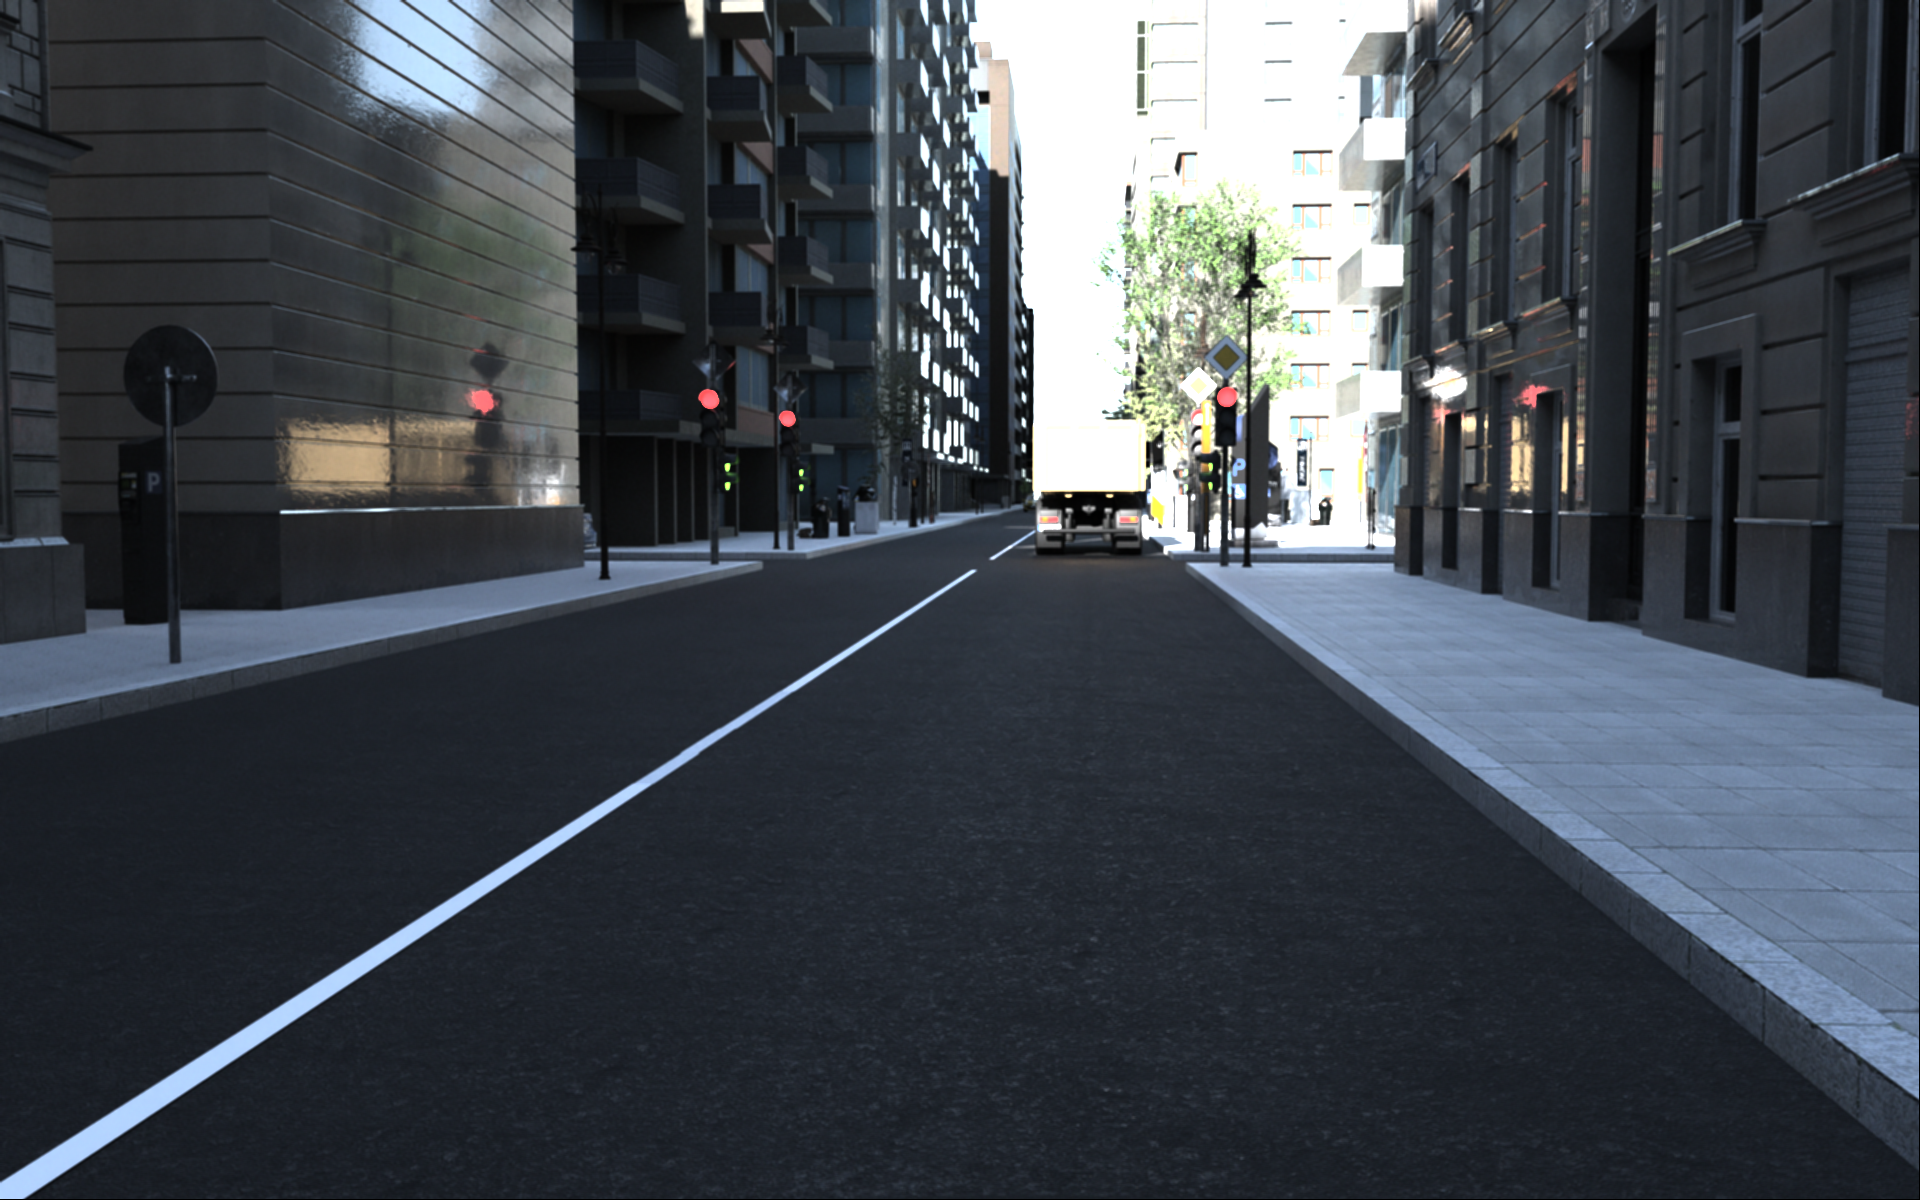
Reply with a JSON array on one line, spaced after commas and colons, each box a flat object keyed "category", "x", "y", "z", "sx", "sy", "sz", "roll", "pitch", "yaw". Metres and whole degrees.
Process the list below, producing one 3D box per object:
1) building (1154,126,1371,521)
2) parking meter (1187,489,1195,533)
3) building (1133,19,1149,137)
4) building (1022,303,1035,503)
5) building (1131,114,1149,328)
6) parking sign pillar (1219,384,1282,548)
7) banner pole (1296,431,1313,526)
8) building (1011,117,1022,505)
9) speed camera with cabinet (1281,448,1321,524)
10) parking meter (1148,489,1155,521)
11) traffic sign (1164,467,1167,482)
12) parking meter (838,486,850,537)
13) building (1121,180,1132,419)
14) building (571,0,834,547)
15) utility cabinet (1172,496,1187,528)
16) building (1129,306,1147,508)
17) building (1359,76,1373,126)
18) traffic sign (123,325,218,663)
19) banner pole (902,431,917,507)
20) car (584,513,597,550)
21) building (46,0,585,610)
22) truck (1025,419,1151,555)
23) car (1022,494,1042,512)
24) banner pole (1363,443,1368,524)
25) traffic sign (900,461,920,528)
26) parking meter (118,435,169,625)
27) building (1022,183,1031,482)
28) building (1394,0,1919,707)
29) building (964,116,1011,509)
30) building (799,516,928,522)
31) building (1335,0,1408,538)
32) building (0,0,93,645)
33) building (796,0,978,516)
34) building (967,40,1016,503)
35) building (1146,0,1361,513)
[{"category": "building", "x": 25.248, "y": -15.356, "z": 96.102, "sx": 27.650, "sy": 21.520, "sz": 28.899, "roll": 0, "pitch": 4, "yaw": 4}, {"category": "parking meter", "x": 7.677, "y": -2.981, "z": 57.152, "sx": 0.372, "sy": 1.533, "sz": 0.369, "roll": 0, "pitch": 3, "yaw": 0}, {"category": "building", "x": 34.149, "y": -50.282, "z": 260.366, "sx": 20.563, "sy": 71.187, "sz": 20.611, "roll": 0, "pitch": 4, "yaw": 4}, {"category": "building", "x": 3.913, "y": -29.780, "z": 258.596, "sx": 14.160, "sy": 30.474, "sz": 14.107, "roll": 0, "pitch": 4, "yaw": 4}, {"category": "building", "x": 31.778, "y": -35.933, "z": 211.214, "sx": 21.300, "sy": 48.544, "sz": 21.600, "roll": 0, "pitch": 4, "yaw": 4}, {"category": "parking sign pillar", "x": 7.030, "y": -3.271, "z": 41.959, "sx": 1.447, "sy": 3.967, "sz": 1.447, "roll": 2, "pitch": 4, "yaw": 34}, {"category": "banner pole", "x": 13.664, "y": -4.801, "z": 68.519, "sx": 0.863, "sy": 3.779, "sz": 0.401, "roll": -1, "pitch": 4, "yaw": -21}, {"category": "building", "x": -3.543, "y": -35.852, "z": 209.876, "sx": 21.300, "sy": 48.544, "sz": 21.600, "roll": 0, "pitch": 4, "yaw": 4}, {"category": "speed camera with cabinet", "x": 15.557, "y": -5.231, "z": 79.856, "sx": 2.038, "sy": 3.252, "sz": 0.660, "roll": 0, "pitch": 4, "yaw": -5}, {"category": "parking meter", "x": 9.246, "y": -4.600, "z": 83.616, "sx": 0.372, "sy": 1.533, "sz": 0.369, "roll": 0, "pitch": 3, "yaw": 0}, {"category": "traffic sign", "x": 7.306, "y": -3.752, "z": 63.477, "sx": 0.606, "sy": 2.300, "sz": 0.079, "roll": 1, "pitch": 4, "yaw": 13}, {"category": "parking meter", "x": -3.513, "y": -2.687, "z": 52.348, "sx": 0.372, "sy": 1.533, "sz": 0.369, "roll": 0, "pitch": 3, "yaw": 0}, {"category": "building", "x": 33.268, "y": -35.587, "z": 236.475, "sx": 22.147, "sy": 44.769, "sz": 28.867, "roll": 0, "pitch": 4, "yaw": 4}, {"category": "building", "x": -16.092, "y": -24.440, "z": 54.215, "sx": 22.147, "sy": 44.769, "sz": 28.867, "roll": 0, "pitch": 4, "yaw": 4}, {"category": "utility cabinet", "x": 8.490, "y": -3.292, "z": 64.980, "sx": 1.020, "sy": 1.237, "sz": 0.306, "roll": -1, "pitch": 4, "yaw": -22}, {"category": "building", "x": 31.095, "y": -20.046, "z": 172.783, "sx": 27.650, "sy": 21.520, "sz": 28.899, "roll": 0, "pitch": 4, "yaw": 4}, {"category": "building", "x": 29.682, "y": -33.895, "z": 143.430, "sx": 28.713, "sy": 52.752, "sz": 27.495, "roll": 0, "pitch": 4, "yaw": 4}, {"category": "traffic sign", "x": -5.958, "y": -0.793, "z": 13.072, "sx": 0.768, "sy": 2.556, "sz": 0.104, "roll": 1, "pitch": 4, "yaw": 8}, {"category": "banner pole", "x": -1.964, "y": -4.816, "z": 68.761, "sx": 0.863, "sy": 3.779, "sz": 0.401, "roll": 2, "pitch": 4, "yaw": 29}, {"category": "car", "x": -9.905, "y": -1.481, "z": 36.211, "sx": 4.499, "sy": 1.417, "sz": 2.014, "roll": 0, "pitch": 4, "yaw": 4}, {"category": "building", "x": -19.119, "y": -13.925, "z": 24.941, "sx": 25.104, "sy": 27.353, "sz": 12.463, "roll": 0, "pitch": 4, "yaw": 4}, {"category": "truck", "x": 3.286, "y": -2.959, "z": 44.297, "sx": 3.469, "sy": 3.379, "sz": 9.791, "roll": 0, "pitch": 4, "yaw": 4}, {"category": "car", "x": 6.021, "y": -7.913, "z": 139.603, "sx": 2.015, "sy": 1.641, "sz": 3.980, "roll": 0, "pitch": 4, "yaw": 5}, {"category": "banner pole", "x": 17.398, "y": -5.131, "z": 73.914, "sx": 0.401, "sy": 3.779, "sz": 0.863, "roll": 0, "pitch": 4, "yaw": 5}, {"category": "traffic sign", "x": -1.927, "y": -4.040, "z": 66.162, "sx": 0.768, "sy": 2.556, "sz": 0.104, "roll": 1, "pitch": 4, "yaw": 9}, {"category": "parking meter", "x": -8.056, "y": -0.695, "z": 17.082, "sx": 0.255, "sy": 1.863, "sz": 0.399, "roll": 1, "pitch": 4, "yaw": 17}, {"category": "building", "x": -2.486, "y": -37.690, "z": 235.835, "sx": 23.786, "sy": 49.044, "sz": 30.456, "roll": 0, "pitch": 4, "yaw": 4}, {"category": "building", "x": 11.876, "y": -13.336, "z": 15.310, "sx": 12.463, "sy": 27.353, "sz": 25.104, "roll": 0, "pitch": 4, "yaw": 4}, {"category": "building", "x": -11.757, "y": -28.499, "z": 157.838, "sx": 32.217, "sy": 40.220, "sz": 23.993, "roll": 0, "pitch": 4, "yaw": 4}, {"category": "building", "x": -12.326, "y": -28.862, "z": 91.498, "sx": 23.786, "sy": 49.044, "sz": 30.456, "roll": 0, "pitch": 4, "yaw": 4}, {"category": "building", "x": 26.749, "y": -26.370, "z": 50.765, "sx": 30.456, "sy": 49.044, "sz": 23.786, "roll": 0, "pitch": 4, "yaw": 4}, {"category": "building", "x": -13.451, "y": -8.692, "z": 6.738, "sx": 10.561, "sy": 19.102, "sz": 19.286, "roll": 0, "pitch": 4, "yaw": 4}, {"category": "building", "x": -10.228, "y": -31.229, "z": 130.200, "sx": 23.786, "sy": 49.044, "sz": 30.456, "roll": 0, "pitch": 4, "yaw": 4}, {"category": "building", "x": -1.599, "y": -32.166, "z": 176.026, "sx": 14.600, "sy": 45.320, "sz": 14.200, "roll": 0, "pitch": 4, "yaw": 4}, {"category": "building", "x": 20.351, "y": -26.881, "z": 123.098, "sx": 14.154, "sy": 41.232, "sz": 14.086, "roll": 0, "pitch": 4, "yaw": 4}]
